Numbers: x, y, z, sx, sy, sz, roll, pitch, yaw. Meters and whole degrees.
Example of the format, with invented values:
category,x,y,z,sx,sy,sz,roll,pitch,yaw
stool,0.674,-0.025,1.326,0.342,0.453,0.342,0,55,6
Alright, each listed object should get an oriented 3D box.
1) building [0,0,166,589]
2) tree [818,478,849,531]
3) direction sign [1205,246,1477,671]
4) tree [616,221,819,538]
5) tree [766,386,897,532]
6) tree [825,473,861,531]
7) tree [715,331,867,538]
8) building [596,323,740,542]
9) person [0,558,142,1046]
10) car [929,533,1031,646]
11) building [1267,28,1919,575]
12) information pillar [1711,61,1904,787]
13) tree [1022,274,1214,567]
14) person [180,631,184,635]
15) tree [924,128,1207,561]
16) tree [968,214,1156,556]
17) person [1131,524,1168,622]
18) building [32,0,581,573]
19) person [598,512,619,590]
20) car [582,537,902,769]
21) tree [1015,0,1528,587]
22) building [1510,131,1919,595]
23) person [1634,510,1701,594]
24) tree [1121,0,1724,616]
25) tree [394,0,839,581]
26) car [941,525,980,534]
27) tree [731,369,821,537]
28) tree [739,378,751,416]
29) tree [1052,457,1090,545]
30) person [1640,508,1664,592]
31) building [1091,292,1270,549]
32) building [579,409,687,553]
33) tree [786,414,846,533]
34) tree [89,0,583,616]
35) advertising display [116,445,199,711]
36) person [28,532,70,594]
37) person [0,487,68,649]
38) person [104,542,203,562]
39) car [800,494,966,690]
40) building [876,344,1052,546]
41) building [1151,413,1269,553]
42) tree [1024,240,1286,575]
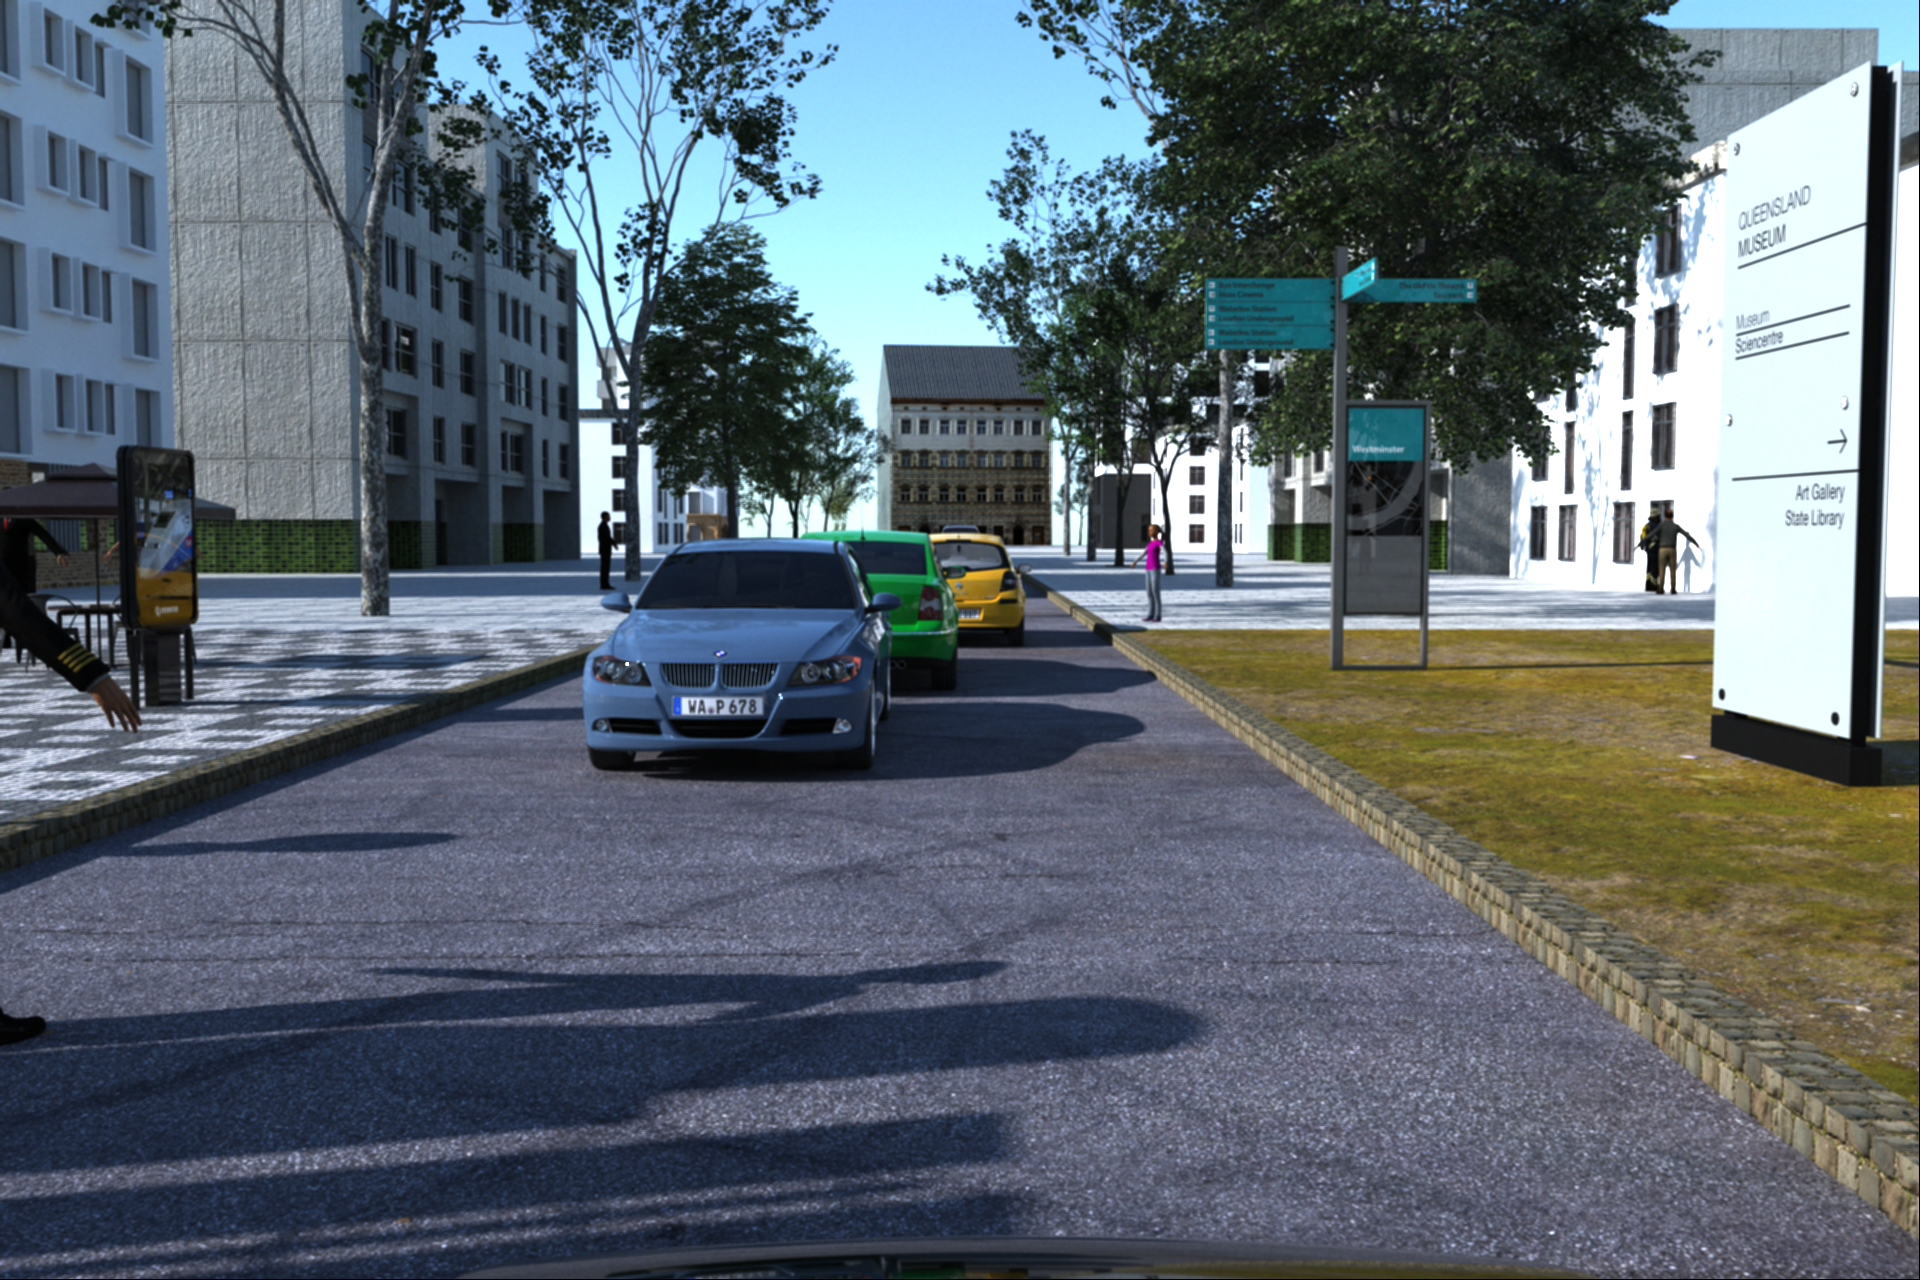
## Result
category,x,y,z,sx,sy,sz,roll,pitch,yaw
building,-26.353,-10.844,33.721,16.016,20.090,11.380,0,3,0
tree,-14.397,-15.319,200.833,4.737,8.622,4.395,0,3,0
direction sign,3.554,-1.644,15.647,2.525,3.948,1.411,0,4,-1
tree,-8.795,-8.894,63.545,7.486,12.596,7.792,0,3,0
tree,-8.486,-10.672,108.904,8.767,10.594,7.601,-1,4,-21
tree,-13.217,-14.981,195.304,4.737,8.622,4.395,0,3,0
tree,-8.611,-9.994,89.152,9.928,11.665,9.643,0,3,0
building,-26.633,-18.350,156.439,16.016,20.090,11.380,0,4,1
person,-2.865,0.215,4.877,1.347,1.837,0.705,2,4,25
car,-0.015,-0.815,23.543,2.015,1.641,3.980,0,3,0
building,23.629,-12.409,69.340,16.747,18.905,31.486,0,4,0
information pillar,4.597,-1.112,9.499,0.184,3.620,1.656,0,4,0
tree,6.461,-8.699,67.980,9.928,11.665,9.643,0,3,0
person,-10.091,-0.981,22.179,0.704,1.843,1.345,-2,4,-34
tree,5.175,-13.827,81.960,12.611,20.169,13.585,0,3,0
tree,7.746,-15.014,101.362,12.611,20.169,13.585,0,3,0
person,2.780,-0.982,25.316,0.599,1.433,0.991,-2,4,-24
building,-27.844,-12.550,71.646,16.747,18.905,31.486,0,4,1
person,-8.177,-2.070,40.075,0.704,1.802,1.346,-2,4,-26
car,-1.396,-0.005,12.092,2.014,1.417,4.499,0,4,0
tree,7.700,-11.306,40.735,12.611,20.169,13.585,0,3,0
building,20.721,-5.819,37.292,9.099,9.664,28.070,0,3,0
person,15.135,-1.881,37.024,1.348,1.796,0.705,1,4,15
tree,6.967,-7.354,26.900,9.857,13.997,8.962,0,3,0
tree,-9.355,-11.765,48.239,12.611,20.169,13.585,0,3,0
car,0.012,-4.013,74.284,2.281,1.827,5.304,0,4,-1
tree,-8.351,-7.590,74.451,4.360,8.622,3.978,0,3,0
tree,-25.925,-20.895,197.520,12.611,20.169,13.585,0,3,0
tree,13.934,-16.000,196.019,7.601,10.594,8.767,0,4,6
person,15.493,-2.008,38.616,0.705,1.856,1.354,-1,4,-8
building,26.001,-19.511,162.971,27.936,21.610,32.646,0,4,0
building,-24.963,-11.502,130.213,9.099,9.664,28.070,0,4,1
tree,-9.119,-9.198,100.747,4.360,8.622,3.978,0,3,0
tree,-10.515,-10.481,27.248,12.611,20.169,13.585,0,3,0
advertising display,-5.996,-0.475,12.981,0.123,1.923,0.974,0,4,1
person,-15.362,-1.365,28.449,1.348,1.813,0.705,0,4,-5
person,-10.624,-0.807,19.378,1.347,1.806,0.705,0,4,-1
person,-11.396,-1.143,24.549,1.347,1.847,0.705,0,4,-5
car,-0.914,-0.519,17.286,1.959,1.807,4.718,0,4,0
building,0.134,-22.457,200.563,18.063,23.208,19.493,0,4,-7
building,20.558,-11.668,132.920,9.099,9.664,28.070,0,4,0
tree,6.505,-7.327,54.216,8.767,10.594,7.601,-1,4,-14
